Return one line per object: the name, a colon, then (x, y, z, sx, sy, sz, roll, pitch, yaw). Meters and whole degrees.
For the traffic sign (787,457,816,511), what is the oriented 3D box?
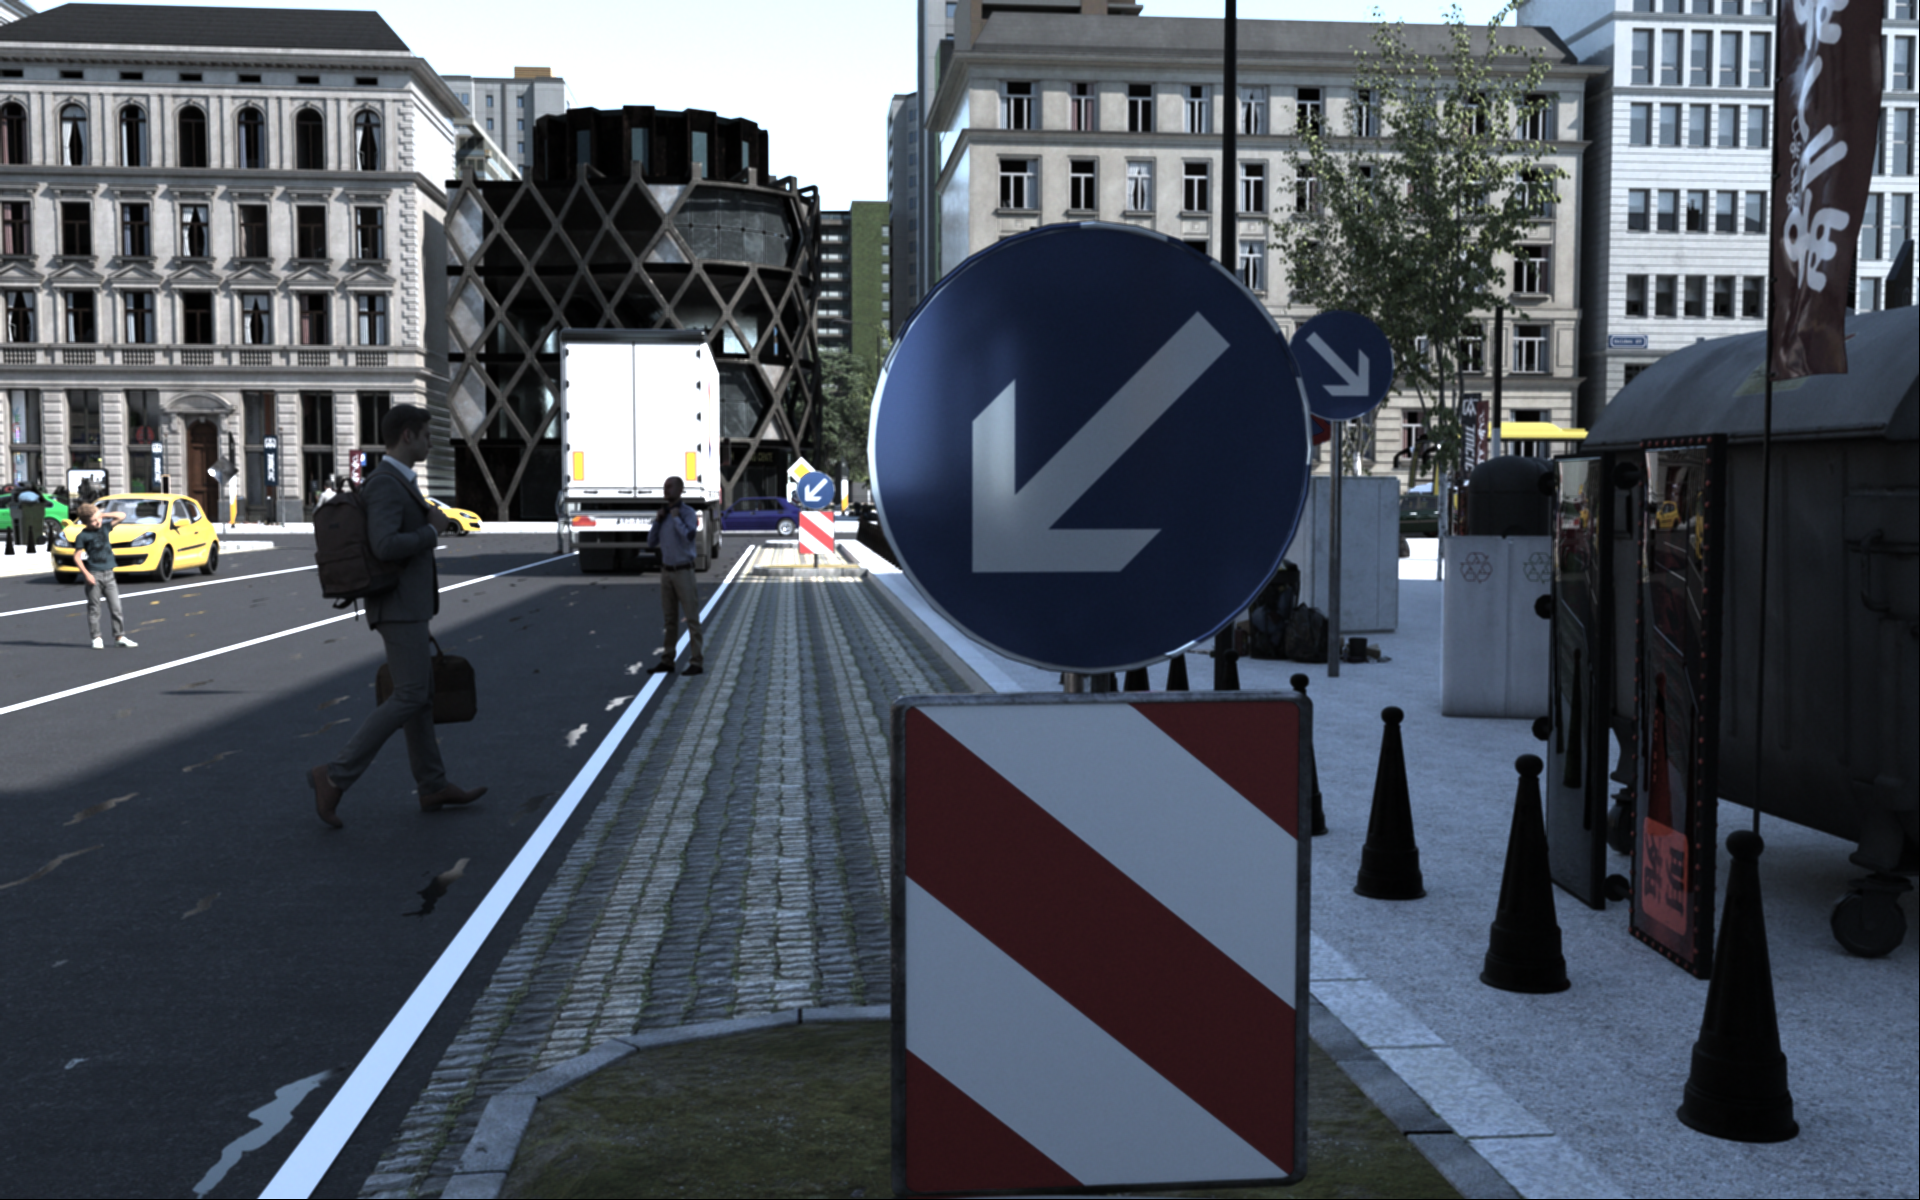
traffic sign: (-4.254, -2.624, 46.547, 0.795, 2.450, 0.064, 0, 4, -6)

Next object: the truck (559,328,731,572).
truck: (-6.160, -2.821, 35.032, 2.839, 4.237, 11.283, 0, 4, -6)

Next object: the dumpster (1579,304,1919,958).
dumpster: (2.953, 0.017, 5.480, 1.264, 1.857, 1.865, 0, 4, -6)

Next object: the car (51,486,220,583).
car: (-13.880, -1.163, 29.237, 2.015, 1.641, 3.980, 0, 4, -7)

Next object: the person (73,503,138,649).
person: (-7.959, -0.227, 16.118, 0.340, 1.345, 0.435, 2, 4, 29)

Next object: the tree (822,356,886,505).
tree: (-4.273, -8.468, 88.806, 4.360, 8.622, 3.978, 0, 3, 0)

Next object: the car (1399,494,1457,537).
car: (14.444, -2.877, 56.830, 4.222, 1.686, 2.009, 0, 4, -7)

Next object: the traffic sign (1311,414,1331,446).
traffic sign: (3.690, -1.119, 18.410, 0.768, 2.556, 0.104, 0, 4, -5)

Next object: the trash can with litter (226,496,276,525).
trash can with litter: (-30.276, -3.838, 73.801, 2.233, 1.210, 1.678, -3, 4, -36)

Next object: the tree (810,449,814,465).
tree: (-16.239, -15.207, 198.995, 4.360, 8.622, 3.978, 0, 3, 0)

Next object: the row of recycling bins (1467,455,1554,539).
row of recycling bins: (6.632, -0.760, 19.544, 1.069, 1.692, 3.534, 3, 4, 38)

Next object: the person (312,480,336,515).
person: (-16.362, -2.212, 44.944, 0.850, 1.792, 0.678, 3, 5, 45)

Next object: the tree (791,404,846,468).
tree: (-14.385, -15.674, 182.032, 9.928, 11.665, 9.643, 0, 3, 0)

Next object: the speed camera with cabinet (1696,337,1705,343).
speed camera with cabinet: (9.772, -1.726, 22.551, 2.038, 3.252, 0.660, -3, 5, -39)

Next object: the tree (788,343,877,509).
tree: (-11.044, -14.521, 144.073, 9.857, 13.997, 8.962, 0, 3, 0)

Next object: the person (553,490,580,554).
person: (-9.417, -2.014, 41.522, 0.635, 1.810, 0.391, 0, 3, 0)

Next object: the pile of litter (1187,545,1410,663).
pile of litter: (2.564, 0.014, 13.729, 1.176, 0.858, 1.719, -2, 4, -35)

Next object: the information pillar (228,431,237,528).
information pillar: (-27.211, -4.491, 64.784, 0.183, 3.616, 0.504, 0, 4, -8)

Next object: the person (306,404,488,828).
person: (-2.522, 0.046, 7.708, 0.822, 1.834, 0.622, -2, 4, -31)

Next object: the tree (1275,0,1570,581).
tree: (6.897, -4.586, 25.344, 4.737, 8.622, 4.395, 0, 3, 0)

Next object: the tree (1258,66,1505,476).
tree: (7.324, -4.924, 30.871, 4.360, 8.622, 3.978, 0, 3, 0)

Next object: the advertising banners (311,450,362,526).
advertising banners: (-24.517, -4.404, 68.189, 2.074, 3.025, 0.090, 0, 4, 3)

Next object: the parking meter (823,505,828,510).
parking meter: (-10.529, -7.795, 135.862, 0.372, 1.533, 0.369, 0, 3, 0)

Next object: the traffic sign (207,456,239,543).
traffic sign: (-19.178, -2.536, 45.107, 0.795, 2.450, 0.064, 0, 4, -6)

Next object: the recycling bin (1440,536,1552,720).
recycling bin: (3.213, 0.144, 10.195, 0.722, 1.027, 0.722, 1, 4, 15)

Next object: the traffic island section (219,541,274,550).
traffic island section: (-19.201, -1.400, 45.166, 2.009, 0.180, 2.903, 0, 4, -6)

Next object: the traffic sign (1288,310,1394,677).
traffic sign: (2.627, -0.734, 12.101, 0.768, 2.556, 0.104, 0, 4, -1)

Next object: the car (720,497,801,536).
car: (-7.275, -2.856, 59.282, 3.894, 1.354, 1.945, 0, 4, -7)

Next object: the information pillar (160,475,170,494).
information pillar: (-31.115, -3.874, 67.829, 0.304, 2.012, 0.304, -2, 4, -33)

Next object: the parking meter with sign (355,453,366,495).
parking meter with sign: (-25.737, -4.774, 74.317, 0.543, 3.016, 1.738, -1, 4, -18)

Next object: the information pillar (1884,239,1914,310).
information pillar: (8.576, -1.501, 15.891, 0.504, 3.616, 0.183, -3, 5, -44)

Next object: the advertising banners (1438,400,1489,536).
advertising banners: (9.637, -2.261, 33.152, 0.090, 3.025, 2.074, 0, 4, -8)

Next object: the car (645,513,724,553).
car: (-6.984, -1.911, 43.823, 1.945, 1.354, 3.894, 0, 4, -5)

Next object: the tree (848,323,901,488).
tree: (-2.567, -7.442, 72.038, 4.737, 8.622, 4.395, 0, 3, 0)

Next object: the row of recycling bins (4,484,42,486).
row of recycling bins: (-38.329, -3.784, 68.984, 3.534, 1.692, 1.069, -2, 4, -31)

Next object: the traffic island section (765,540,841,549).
traffic island section: (-4.231, -1.489, 46.626, 2.009, 0.180, 2.903, 0, 4, -6)

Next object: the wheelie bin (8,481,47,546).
wheelie bin: (-23.276, -2.161, 43.239, 0.980, 1.594, 0.693, 2, 4, 32)

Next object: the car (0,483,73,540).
car: (-29.917, -2.823, 54.956, 4.718, 1.807, 1.959, 0, 4, -4)

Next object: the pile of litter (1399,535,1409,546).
pile of litter: (8.376, -1.289, 35.035, 1.719, 0.858, 1.176, -1, 4, -11)

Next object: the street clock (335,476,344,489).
street clock: (-25.376, -4.055, 70.870, 0.358, 2.002, 0.471, 0, 4, -6)

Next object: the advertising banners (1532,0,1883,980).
advertising banners: (1.972, -0.524, 4.748, 0.090, 3.025, 2.074, 0, 4, 0)

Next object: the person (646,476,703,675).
person: (-2.253, -0.195, 13.748, 0.516, 1.574, 0.319, 3, 5, 42)

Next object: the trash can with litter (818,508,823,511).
trash can with litter: (-9.789, -6.764, 121.971, 0.624, 1.170, 1.055, -1, 4, -12)

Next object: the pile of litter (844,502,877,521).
pile of litter: (-4.345, -4.165, 82.062, 1.719, 0.858, 1.176, 2, 4, 33)

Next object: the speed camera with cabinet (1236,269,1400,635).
speed camera with cabinet: (3.017, -1.312, 15.792, 2.038, 3.252, 0.660, -1, 4, -23)

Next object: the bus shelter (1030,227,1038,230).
bus shelter: (1.089, -2.823, 23.786, 2.179, 5.291, 8.768, 0, 4, -5)

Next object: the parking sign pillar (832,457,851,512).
parking sign pillar: (-8.703, -8.483, 127.167, 1.447, 3.967, 1.447, -2, 4, -35)

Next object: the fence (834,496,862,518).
fence: (-5.853, -5.092, 94.458, 2.264, 1.192, 0.480, -1, 4, -18)

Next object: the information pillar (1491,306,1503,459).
information pillar: (6.766, -1.867, 21.878, 0.183, 3.616, 0.504, 1, 4, 13)

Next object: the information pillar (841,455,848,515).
information pillar: (-7.006, -6.938, 104.795, 0.183, 3.616, 0.504, 3, 5, 44)

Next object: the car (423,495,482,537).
car: (-18.283, -2.967, 58.727, 3.980, 1.641, 2.015, 0, 4, -4)

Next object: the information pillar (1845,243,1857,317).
information pillar: (3.837, -0.995, 7.629, 0.183, 3.616, 0.504, 3, 5, 39)
